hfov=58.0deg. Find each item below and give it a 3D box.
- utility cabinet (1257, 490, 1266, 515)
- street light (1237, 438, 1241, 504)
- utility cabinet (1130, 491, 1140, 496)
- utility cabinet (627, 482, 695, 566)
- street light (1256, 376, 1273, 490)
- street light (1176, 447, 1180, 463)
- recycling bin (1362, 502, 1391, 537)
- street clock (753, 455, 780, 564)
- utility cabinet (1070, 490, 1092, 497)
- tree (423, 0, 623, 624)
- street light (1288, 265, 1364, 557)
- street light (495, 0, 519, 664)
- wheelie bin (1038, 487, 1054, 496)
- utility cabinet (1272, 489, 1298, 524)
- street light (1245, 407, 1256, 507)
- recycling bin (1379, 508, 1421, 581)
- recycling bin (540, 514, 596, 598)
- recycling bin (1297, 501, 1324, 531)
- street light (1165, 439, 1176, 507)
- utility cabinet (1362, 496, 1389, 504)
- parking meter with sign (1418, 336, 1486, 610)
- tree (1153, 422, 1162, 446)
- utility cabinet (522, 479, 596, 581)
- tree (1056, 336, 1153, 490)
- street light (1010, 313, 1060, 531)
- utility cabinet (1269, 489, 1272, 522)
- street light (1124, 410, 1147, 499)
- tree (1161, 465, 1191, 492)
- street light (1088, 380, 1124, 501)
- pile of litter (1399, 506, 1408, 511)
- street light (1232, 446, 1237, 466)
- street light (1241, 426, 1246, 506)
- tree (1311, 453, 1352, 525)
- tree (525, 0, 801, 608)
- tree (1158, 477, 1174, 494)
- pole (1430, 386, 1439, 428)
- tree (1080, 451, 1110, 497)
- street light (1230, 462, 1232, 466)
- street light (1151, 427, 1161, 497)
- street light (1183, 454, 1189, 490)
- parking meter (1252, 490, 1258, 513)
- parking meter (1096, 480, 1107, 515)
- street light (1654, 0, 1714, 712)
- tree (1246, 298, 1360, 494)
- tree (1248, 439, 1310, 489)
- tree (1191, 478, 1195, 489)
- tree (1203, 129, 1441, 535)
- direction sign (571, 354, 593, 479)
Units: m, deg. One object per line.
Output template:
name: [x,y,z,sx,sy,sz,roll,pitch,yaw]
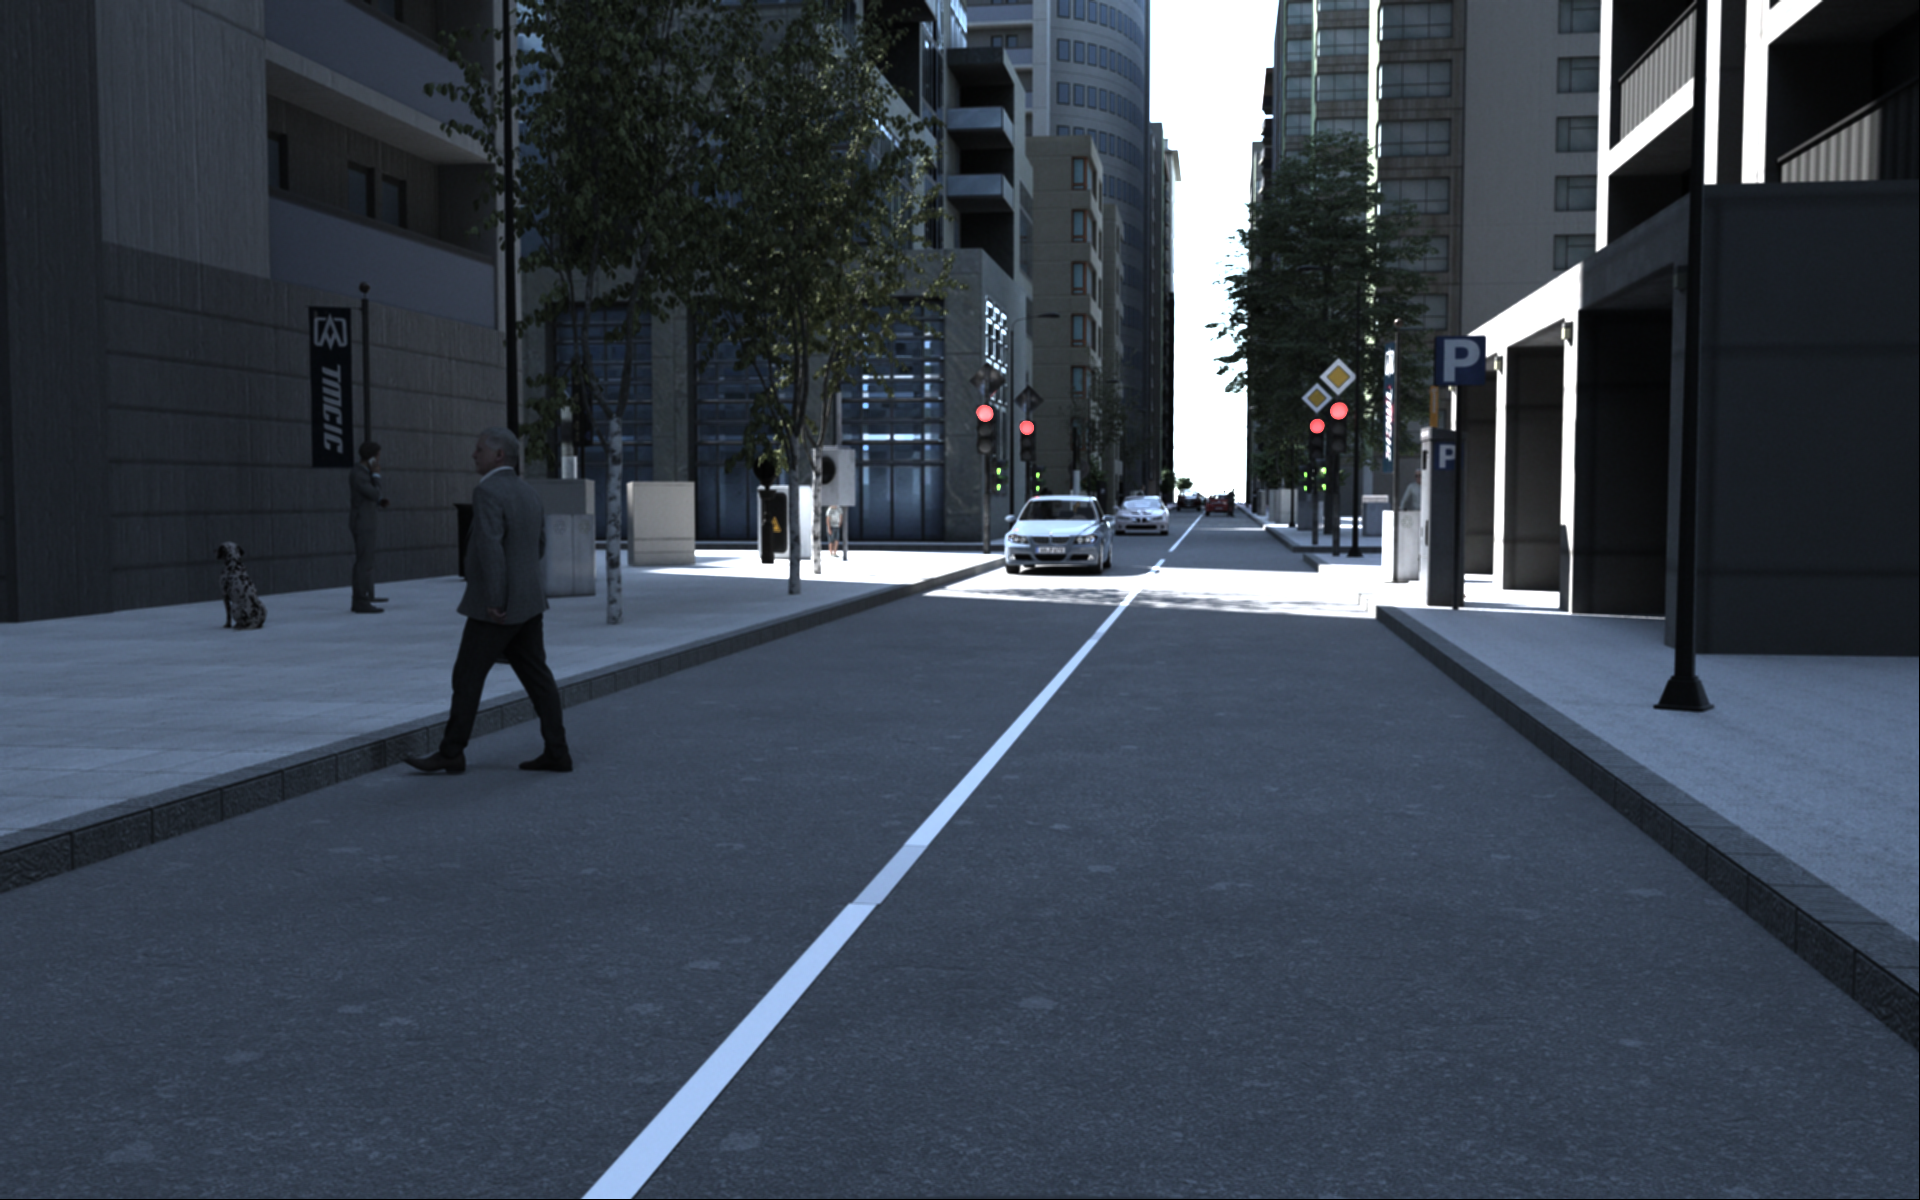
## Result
utility cabinet: [17.866,-5.751,102.700,0.318,1.500,1.173,0,4,-2]
street light: [23.854,-10.445,143.320,1.470,5.913,1.316,1,4,9]
utility cabinet: [11.543,-6.384,113.064,0.318,1.500,1.173,3,4,39]
utility cabinet: [-5.349,-1.364,30.985,1.173,1.500,0.318,-2,4,-32]
street light: [12.347,-5.781,67.054,1.470,5.913,1.316,1,4,9]
street light: [20.834,-12.103,170.425,1.470,5.913,1.316,1,4,9]
recycling bin: [12.610,-2.441,52.467,0.722,1.027,0.722,0,4,2]
street clock: [-3.532,-1.663,31.757,0.471,2.002,0.358,1,4,17]
utility cabinet: [5.862,-4.575,83.476,1.173,1.500,0.318,-2,4,-33]
tree: [-3.350,-4.082,17.110,4.737,8.622,4.395,0,3,0]
street light: [7.534,-3.838,35.287,1.470,5.913,1.316,1,4,9]
street light: [-2.857,-2.472,12.966,1.470,5.913,1.316,1,4,9]
wheelie bin: [4.091,-4.578,82.759,0.693,1.594,0.980,1,4,18]
utility cabinet: [14.019,-4.020,74.412,1.173,1.500,0.318,-3,5,-42]
street light: [16.144,-7.332,92.417,1.470,5.913,1.316,1,4,9]
recycling bin: [6.777,-0.820,25.964,0.722,1.027,0.722,0,4,-2]
recycling bin: [-5.091,-0.568,21.837,0.722,1.027,0.722,3,5,43]
recycling bin: [12.372,-2.972,61.152,0.722,1.027,0.722,2,4,33]
street light: [17.115,-10.572,145.399,1.470,5.913,1.316,1,4,9]
utility cabinet: [16.917,-3.636,70.616,1.020,1.237,0.306,2,4,31]
parking meter with sign: [5.601,-1.451,19.983,0.543,3.016,1.738,0,4,6]
tree: [10.970,-10.087,115.277,4.360,8.622,3.978,0,3,0]
utility cabinet: [-5.868,-1.001,25.052,1.173,1.500,0.318,1,4,15]
tree: [6.561,-8.007,81.279,4.360,8.622,3.978,0,3,0]
street light: [1.875,-4.408,44.618,1.470,5.913,1.316,1,4,9]
utility cabinet: [14.662,-4.359,79.952,0.318,1.500,1.173,3,4,37]
street light: [9.605,-7.532,95.689,1.470,5.913,1.316,1,4,9]
tree: [23.297,-12.950,195.445,4.285,4.588,4.351,0,3,0]
street light: [5.814,-6.003,70.692,1.470,5.913,1.316,1,4,9]
pile of litter: [17.054,-3.198,66.244,1.176,0.858,1.719,-1,4,-14]
street light: [27.431,-11.976,168.349,1.470,5.913,1.316,1,4,9]
street light: [20.077,-8.897,118.007,1.470,5.913,1.316,1,4,9]
tree: [15.362,-4.751,72.273,1.663,3.219,1.824,0,3,0]
tree: [-2.360,-4.379,21.955,4.737,8.622,4.395,0,3,0]
tree: [20.937,-11.103,176.137,1.663,3.219,1.824,0,3,0]
pole: [8.917,-2.373,32.647,0.158,3.312,0.155,0,3,0]
tree: [5.809,-5.075,77.575,1.663,3.219,1.824,0,3,0]
street light: [36.151,-15.481,225.652,1.470,5.913,1.316,1,4,9]
street light: [13.255,-9.039,120.328,1.470,5.913,1.316,1,4,9]
street light: [25.739,-14.108,203.199,1.470,5.913,1.316,1,4,9]
parking meter: [19.715,-6.571,115.840,0.372,1.533,0.369,0,3,0]
parking meter: [5.935,-4.088,72.545,0.399,1.863,0.255,-1,4,-22]
street light: [3.802,-2.308,10.281,1.470,5.913,1.316,1,4,9]
tree: [12.723,-6.852,62.389,4.360,8.622,3.978,0,3,0]
tree: [16.375,-6.363,87.742,4.285,4.588,4.351,0,3,0]
tree: [35.801,-17.893,276.259,4.285,4.588,4.351,0,3,0]
tree: [11.360,-8.359,54.803,7.486,12.596,7.792,0,3,0]
direction sign: [-6.213,-2.235,28.536,0.379,3.537,0.876,-2,4,-32]
